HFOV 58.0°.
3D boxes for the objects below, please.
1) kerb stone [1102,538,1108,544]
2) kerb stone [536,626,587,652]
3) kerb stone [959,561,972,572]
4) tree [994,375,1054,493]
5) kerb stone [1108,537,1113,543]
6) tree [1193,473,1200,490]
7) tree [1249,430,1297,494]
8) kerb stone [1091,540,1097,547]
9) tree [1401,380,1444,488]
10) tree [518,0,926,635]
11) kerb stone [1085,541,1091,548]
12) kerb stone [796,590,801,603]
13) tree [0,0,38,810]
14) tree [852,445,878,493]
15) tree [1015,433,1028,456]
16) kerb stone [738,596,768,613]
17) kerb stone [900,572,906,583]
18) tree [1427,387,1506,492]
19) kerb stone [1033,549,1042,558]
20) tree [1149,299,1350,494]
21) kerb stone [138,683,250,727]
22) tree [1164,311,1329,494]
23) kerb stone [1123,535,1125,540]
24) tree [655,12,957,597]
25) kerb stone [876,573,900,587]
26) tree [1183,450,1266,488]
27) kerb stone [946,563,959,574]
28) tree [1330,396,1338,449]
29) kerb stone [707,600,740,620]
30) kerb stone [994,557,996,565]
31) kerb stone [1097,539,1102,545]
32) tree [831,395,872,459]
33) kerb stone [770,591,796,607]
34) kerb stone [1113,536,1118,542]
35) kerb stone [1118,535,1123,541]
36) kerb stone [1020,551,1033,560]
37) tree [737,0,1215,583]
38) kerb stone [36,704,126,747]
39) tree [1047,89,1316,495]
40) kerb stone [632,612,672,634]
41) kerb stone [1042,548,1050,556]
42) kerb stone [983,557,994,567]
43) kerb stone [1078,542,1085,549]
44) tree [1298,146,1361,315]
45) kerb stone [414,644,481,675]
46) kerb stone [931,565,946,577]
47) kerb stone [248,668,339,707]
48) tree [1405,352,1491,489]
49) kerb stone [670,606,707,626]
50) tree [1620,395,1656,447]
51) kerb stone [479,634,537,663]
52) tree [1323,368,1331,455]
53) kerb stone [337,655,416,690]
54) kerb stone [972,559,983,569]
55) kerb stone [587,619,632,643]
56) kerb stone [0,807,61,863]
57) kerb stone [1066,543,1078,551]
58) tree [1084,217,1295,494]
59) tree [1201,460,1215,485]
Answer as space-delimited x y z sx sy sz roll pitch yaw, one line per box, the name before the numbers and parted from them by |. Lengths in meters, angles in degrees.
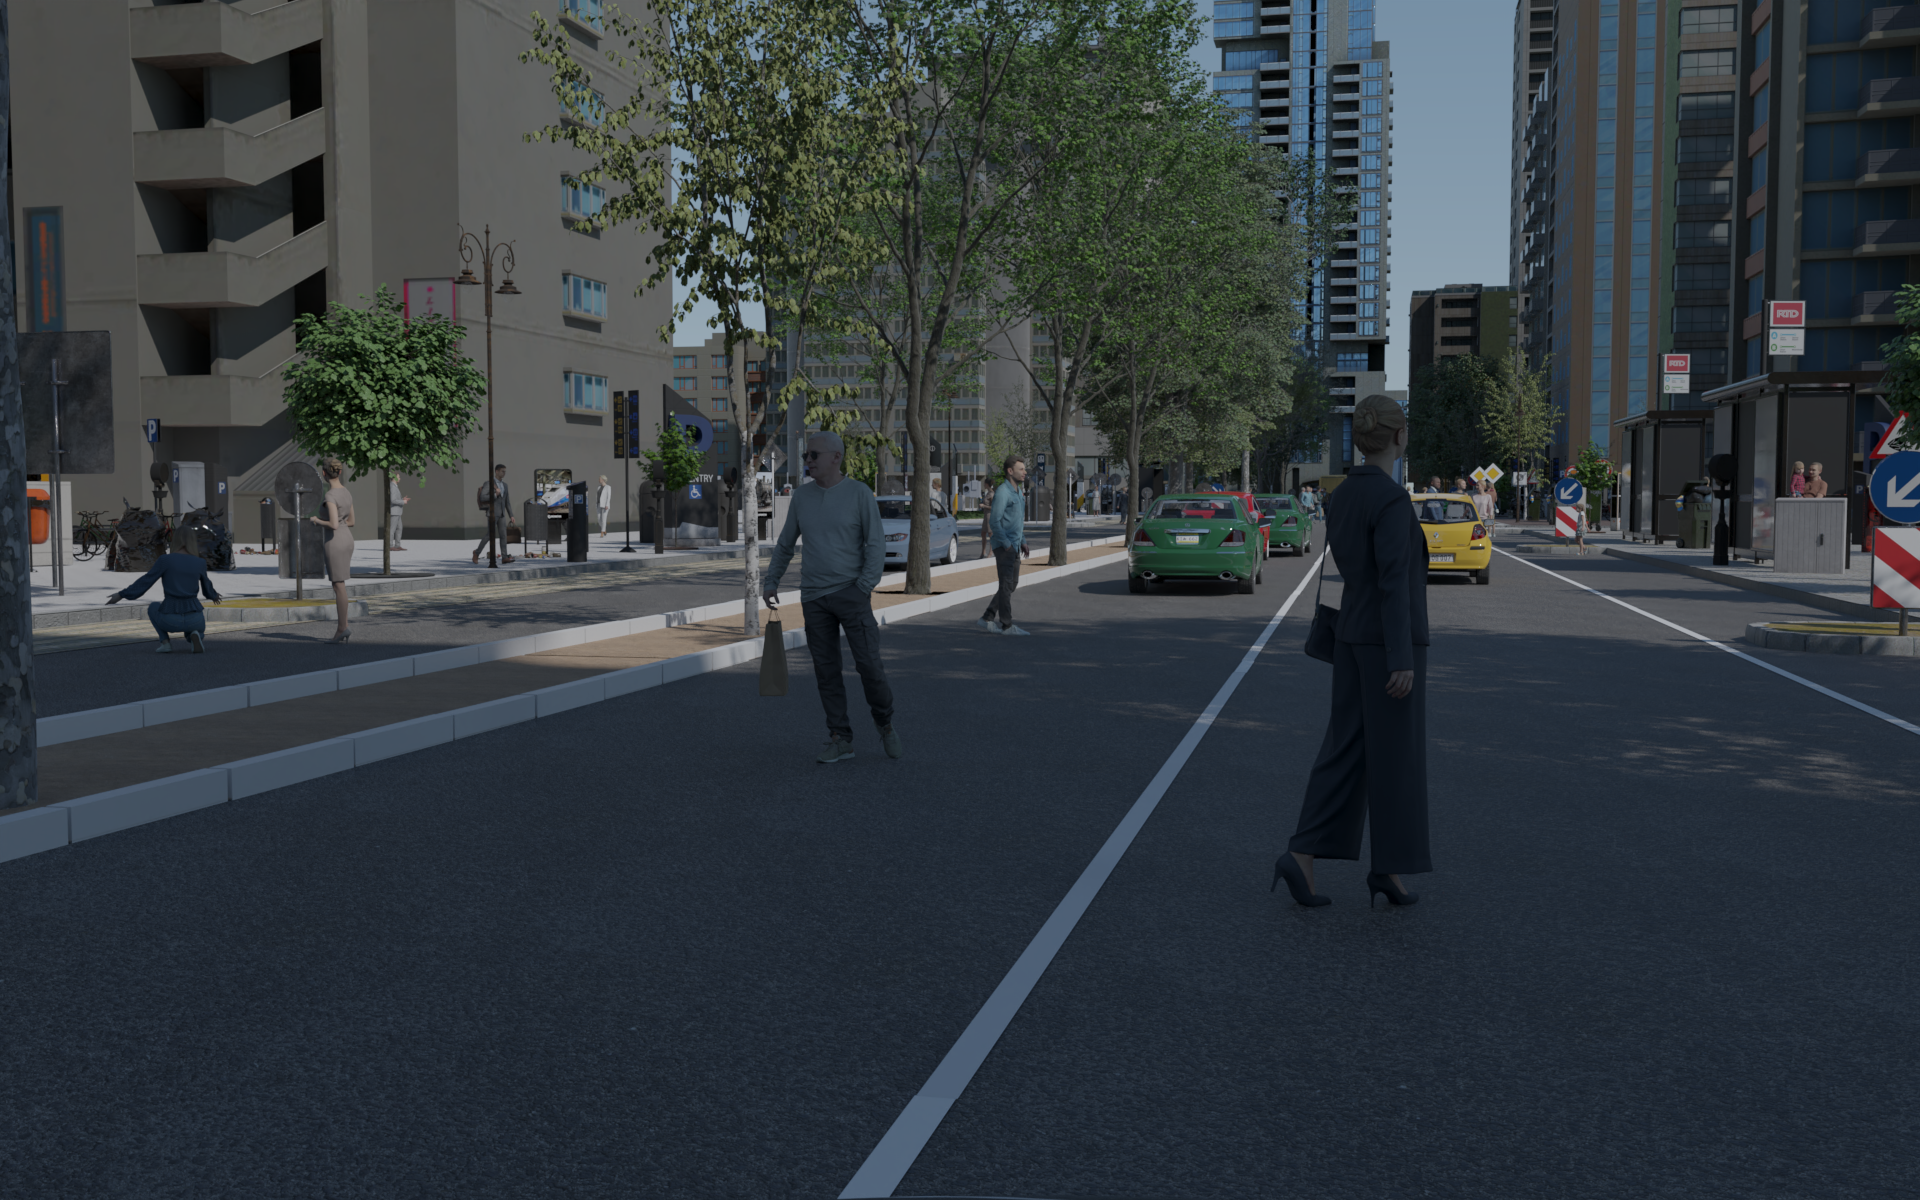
kerb stone | 3.970 -1.638 48.980 0.120 0.150 1.000 1 4 13
kerb stone | -3.758 0.375 16.069 0.120 0.150 1.000 1 4 13
kerb stone | -0.002 -0.601 32.043 0.120 0.150 1.000 1 4 13
tree | 4.208 -9.664 108.372 4.360 8.622 3.978 0 3 0
kerb stone | 4.207 -1.691 49.979 0.120 0.150 1.000 1 4 13
tree | 21.637 -10.048 158.891 1.663 3.219 1.824 0 3 0
tree | 21.043 -10.044 117.040 4.360 8.622 3.978 0 3 0
kerb stone | 3.507 -1.516 46.979 0.120 0.150 1.000 1 4 13
tree | 50.834 -16.907 186.795 12.009 13.543 11.850 0 3 0
tree | -2.117 -3.926 17.006 4.737 8.622 4.395 0 3 0
kerb stone | 3.269 -1.455 45.985 0.120 0.150 1.000 1 4 13
kerb stone | -2.115 -0.046 23.052 0.120 0.150 1.000 1 4 13
tree | -5.453 -9.180 8.440 12.611 20.169 13.585 0 3 0
tree | -3.473 -4.389 66.369 1.663 3.219 1.824 0 3 0
tree | 3.493 -11.904 144.992 4.737 8.622 4.395 0 3 0
kerb stone | -2.593 0.069 21.062 0.120 0.150 1.000 1 4 13
kerb stone | -0.941 -0.359 28.064 0.120 0.150 1.000 1 4 13
tree | 35.049 -10.268 118.244 4.360 8.622 3.978 0 3 0
kerb stone | 1.630 -1.026 39.013 0.120 0.150 1.000 1 4 13
tree | 17.557 -11.510 101.009 12.009 13.543 11.850 0 3 0
kerb stone | -4.931 0.679 11.086 0.120 0.150 1.000 1 4 13
tree | 12.204 -8.680 78.790 8.767 10.594 7.601 1 4 13
kerb stone | 4.919 -1.879 52.993 0.120 0.150 1.000 1 4 13
tree | -0.519 -5.868 24.160 9.928 11.665 9.643 0 3 0
kerb stone | -1.171 -0.287 27.060 0.120 0.150 1.000 1 4 13
tree | 28.570 -16.505 186.858 9.611 12.733 9.660 0 3 0
kerb stone | -0.239 -0.541 31.049 0.120 0.150 1.000 1 4 13
tree | 23.149 -11.968 123.882 9.928 11.665 9.643 0 3 0
kerb stone | -2.814 0.134 20.056 0.120 0.150 1.000 1 4 13
kerb stone | 0.697 -0.779 35.030 0.120 0.150 1.000 1 4 13
kerb stone | 3.739 -1.577 47.974 0.120 0.150 1.000 1 4 13
tree | -8.106 -10.861 127.933 4.360 8.622 3.978 0 3 0
kerb stone | -2.344 0.009 22.056 0.120 0.150 1.000 1 4 13
kerb stone | 4.443 -1.761 50.985 0.120 0.150 1.000 1 4 13
kerb stone | 4.681 -1.819 51.986 0.120 0.150 1.000 1 4 13
kerb stone | 1.402 -0.968 38.016 0.120 0.150 1.000 1 4 13
tree | 2.018 -6.461 33.847 9.928 11.665 9.643 0 3 0
kerb stone | -5.156 0.742 10.086 0.120 0.150 1.000 1 4 13
tree | 6.928 -8.972 55.811 9.857 13.997 8.962 0 3 0
kerb stone | -3.284 0.260 18.067 0.120 0.150 1.000 1 4 13
kerb stone | 1.874 -1.089 40.005 0.120 0.150 1.000 1 4 13
kerb stone | 0.462 -0.720 34.035 0.120 0.150 1.000 1 4 13
kerb stone | 3.038 -1.393 44.989 0.120 0.150 1.000 1 4 13
tree | 13.514 -14.086 88.654 12.611 20.169 13.585 0 3 0
kerb stone | -4.217 0.497 14.078 0.120 0.150 1.000 1 4 13
kerb stone | -0.471 -0.481 30.053 0.120 0.150 1.000 1 4 13
kerb stone | -4.693 0.618 12.088 0.120 0.150 1.000 1 4 13
tree | 43.945 -15.148 154.324 9.857 13.997 8.962 0 3 0
kerb stone | -3.053 0.198 19.062 0.120 0.150 1.000 1 4 13
tree | 50.238 -10.731 125.811 4.360 8.622 3.978 0 3 0
kerb stone | -3.989 0.436 15.074 0.120 0.150 1.000 1 4 13
tree | 4.631 -7.172 45.473 9.928 11.665 9.643 0 3 0
kerb stone | -4.455 0.557 13.084 0.120 0.150 1.000 1 4 13
kerb stone | 0.230 -0.663 33.039 0.120 0.150 1.000 1 4 13
kerb stone | -3.522 0.315 17.064 0.120 0.150 1.000 1 4 13
kerb stone | -3.818 0.954 6.605 0.120 0.150 1.000 1 4 13
kerb stone | 2.800 -1.333 43.995 0.120 0.150 1.000 1 4 13
tree | 8.480 -8.801 64.482 7.486 12.596 7.792 0 3 0
tree | 22.528 -13.010 163.079 4.737 8.622 4.395 0 3 0
